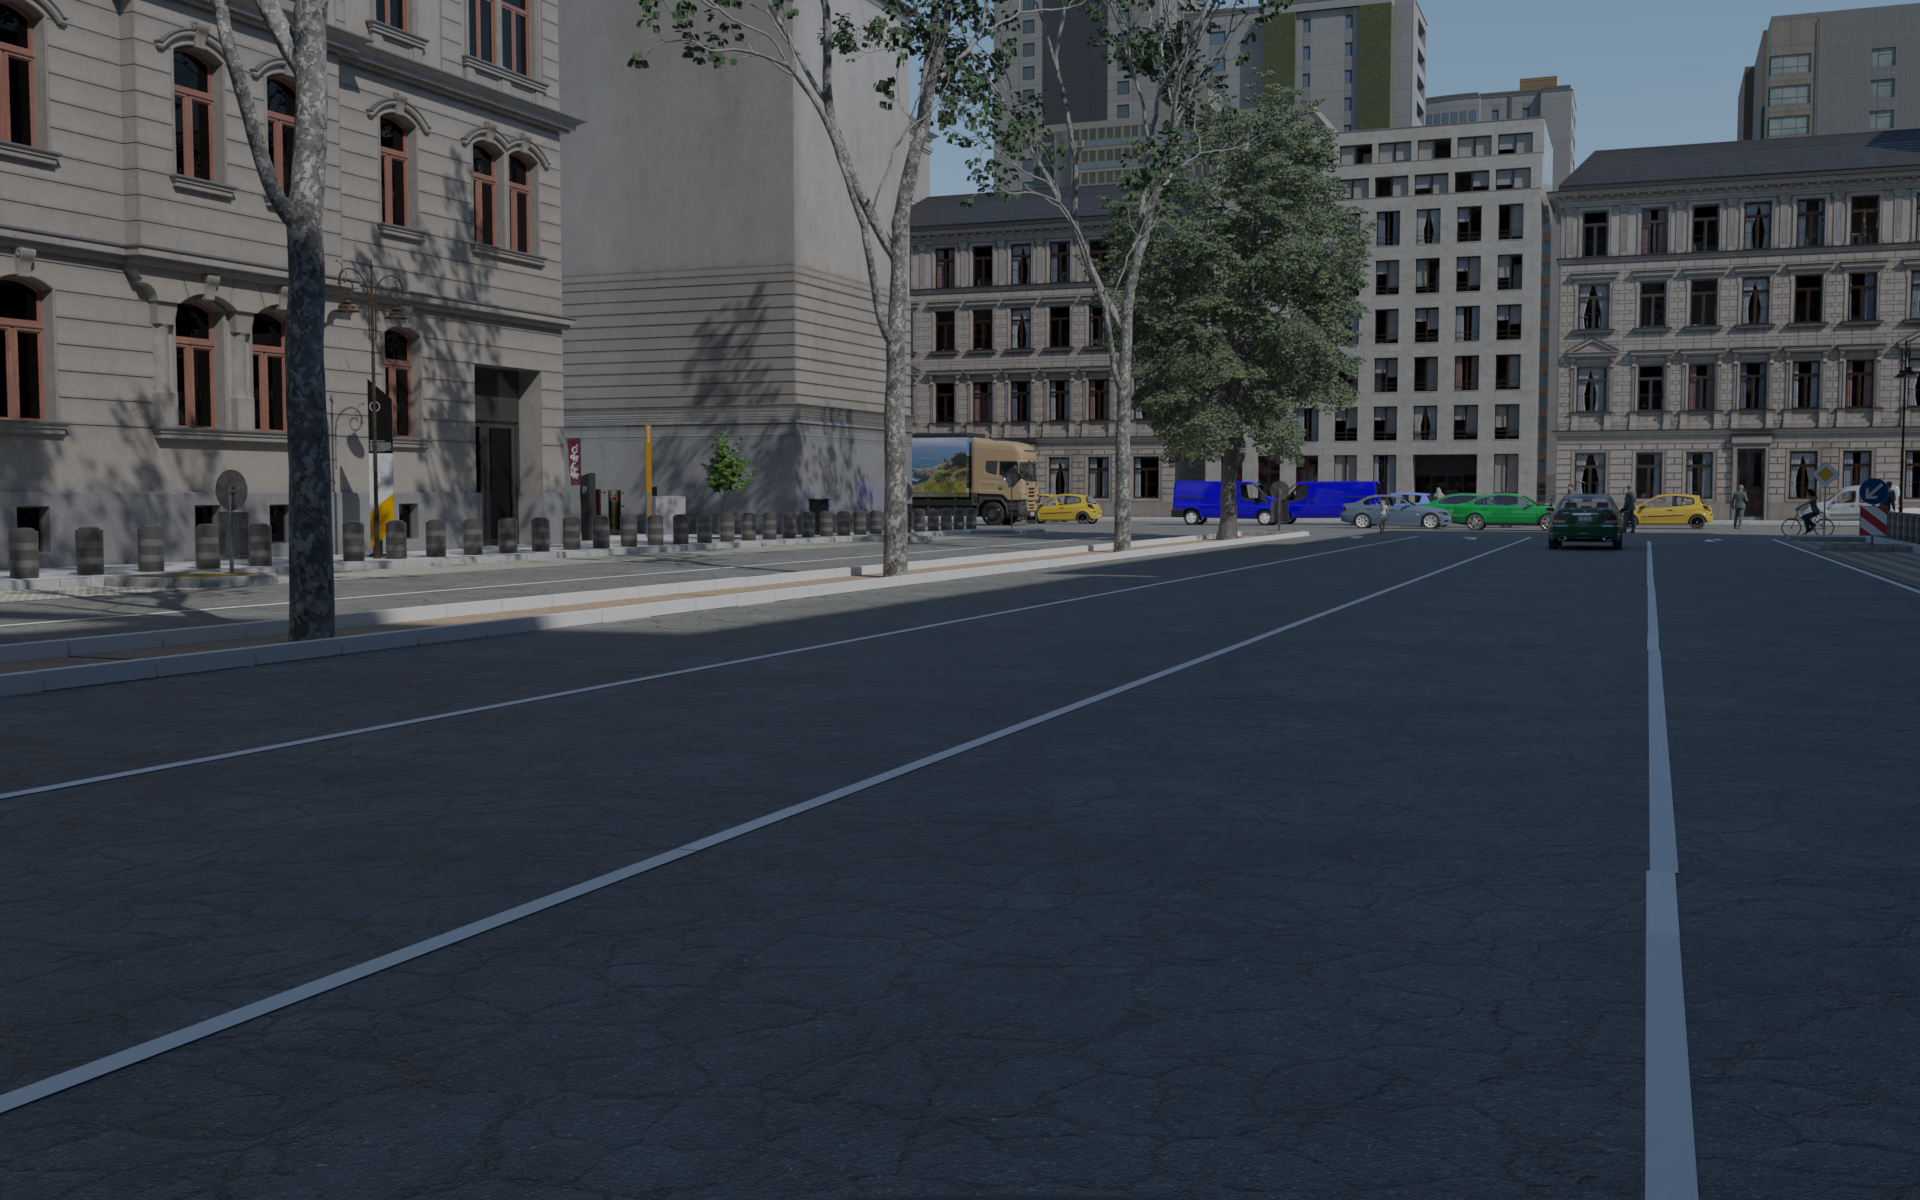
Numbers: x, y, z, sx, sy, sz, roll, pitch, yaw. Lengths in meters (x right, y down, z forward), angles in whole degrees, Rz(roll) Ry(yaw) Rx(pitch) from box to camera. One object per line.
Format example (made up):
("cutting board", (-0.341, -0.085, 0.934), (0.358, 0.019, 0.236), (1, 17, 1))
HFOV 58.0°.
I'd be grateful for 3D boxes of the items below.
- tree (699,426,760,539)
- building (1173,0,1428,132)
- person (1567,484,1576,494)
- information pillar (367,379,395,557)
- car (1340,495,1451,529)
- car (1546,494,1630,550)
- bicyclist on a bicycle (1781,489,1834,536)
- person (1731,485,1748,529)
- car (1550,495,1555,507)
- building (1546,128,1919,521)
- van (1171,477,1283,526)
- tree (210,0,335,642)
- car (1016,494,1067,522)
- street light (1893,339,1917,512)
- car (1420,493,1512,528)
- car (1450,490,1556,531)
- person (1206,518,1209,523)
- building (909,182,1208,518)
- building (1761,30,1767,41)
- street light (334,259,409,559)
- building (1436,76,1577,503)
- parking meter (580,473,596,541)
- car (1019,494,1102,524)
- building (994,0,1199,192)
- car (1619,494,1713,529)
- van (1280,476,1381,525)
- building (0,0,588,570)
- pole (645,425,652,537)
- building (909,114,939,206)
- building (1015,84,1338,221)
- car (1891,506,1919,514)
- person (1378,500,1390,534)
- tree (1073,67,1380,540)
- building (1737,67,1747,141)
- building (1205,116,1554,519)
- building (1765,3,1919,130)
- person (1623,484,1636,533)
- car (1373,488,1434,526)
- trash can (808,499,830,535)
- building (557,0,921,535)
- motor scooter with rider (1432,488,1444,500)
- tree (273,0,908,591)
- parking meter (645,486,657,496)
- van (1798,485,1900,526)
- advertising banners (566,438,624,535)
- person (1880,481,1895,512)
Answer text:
("tree", (-6.718, -3.348, 49.333), (1.663, 3.219, 1.824), (0, 3, 0))
("building", (39.926, -40.562, 205.185), (28.212, 58.520, 21.231), (1, 4, 22))
("person", (24.898, -3.821, 70.780), (0.447, 1.846, 0.655), (2, 4, 31))
("information pillar", (-11.807, -2.687, 35.291), (0.504, 3.616, 0.183), (-1, 4, -11))
("car", (18.213, -3.694, 72.396), (4.499, 1.417, 2.014), (1, 4, 21))
("car", (16.701, -2.101, 46.156), (2.131, 1.459, 4.920), (1, 4, 21))
("bicyclist on a bicycle", (28.234, -2.914, 57.664), (1.625, 1.676, 1.499), (1, 4, 20))
("person", (32.023, -3.817, 71.082), (0.661, 1.801, 0.590), (3, 5, 43))
("car", (66.950, -11.078, 193.488), (2.083, 1.381, 4.827), (1, 4, 23))
("building", (40.013, -13.647, 87.761), (19.286, 19.102, 10.561), (1, 4, 22))
("van", (12.496, -4.623, 79.971), (5.245, 2.365, 2.240), (1, 4, 20))
("tree", (-7.030, -9.718, 17.243), (12.611, 20.169, 13.585), (0, 3, 0))
("car", (3.823, -4.838, 89.317), (3.980, 1.641, 2.015), (1, 4, 23))
("street light", (28.275, -4.840, 51.924), (0.468, 5.910, 1.993), (1, 4, 22))
("car", (22.079, -4.016, 74.462), (4.718, 1.807, 1.959), (1, 4, 20))
("car", (21.731, -3.625, 68.060), (4.718, 1.807, 1.959), (1, 4, 22))
("person", (12.189, -4.680, 85.004), (0.794, 1.824, 0.713), (-1, 4, -21))
("building", (5.085, -14.502, 101.737), (19.286, 19.102, 10.561), (1, 4, 22))
("building", (81.917, -31.334, 162.428), (14.600, 45.320, 14.200), (1, 4, 22))
("street light", (-11.593, -3.761, 34.276), (0.468, 5.910, 1.993), (1, 4, 22))
("building", (73.752, -43.370, 251.099), (28.212, 58.520, 21.231), (1, 4, 22))
("parking meter", (-10.264, -2.573, 47.787), (0.399, 1.863, 0.255), (2, 4, 35))
("car", (4.807, -4.475, 83.386), (3.980, 1.641, 2.015), (1, 4, 21))
("building", (17.310, -47.445, 213.973), (20.611, 71.187, 20.563), (1, 4, 22))
("car", (29.036, -3.761, 71.721), (3.980, 1.641, 2.015), (2, 4, 23))
("van", (17.091, -4.710, 81.392), (5.245, 2.365, 2.240), (1, 4, 21))
("building", (-19.887, -15.186, 35.688), (14.401, 28.519, 23.554), (1, 4, 22))
("pole", (-9.216, -3.511, 51.254), (0.158, 3.312, 0.155), (0, 3, 0))
("building", (-13.190, -19.832, 110.160), (20.117, 28.700, 13.634), (1, 4, 22))
("building", (23.924, -29.162, 168.674), (32.217, 40.220, 23.993), (1, 4, 22))
("car", (38.274, -3.342, 67.002), (4.827, 1.381, 2.083), (1, 4, 21))
("person", (15.414, -3.017, 62.842), (0.382, 1.210, 0.505), (-3, 5, -44))
("tree", (8.281, -8.812, 53.187), (9.857, 13.997, 8.962), (0, 3, 0))
("building", (86.371, -32.159, 175.912), (14.600, 45.320, 14.200), (1, 4, 22))
("building", (22.882, -14.637, 94.062), (16.860, 20.320, 10.420), (1, 4, 22))
("building", (76.685, -28.492, 149.438), (14.154, 41.232, 14.086), (1, 4, 22))
("person", (24.674, -3.385, 64.020), (0.661, 1.801, 0.590), (-3, 4, -36))
("car", (19.631, -4.176, 77.868), (3.694, 1.707, 1.945), (1, 4, 20))
("trash can", (-4.407, -2.597, 54.109), (0.748, 1.137, 0.748), (0, 3, 0))
("building", (-11.701, -12.986, 61.476), (18.267, 20.994, 9.793), (1, 4, 22))
("motor scooter with rider", (22.761, -4.470, 82.054), (0.876, 1.779, 1.986), (1, 4, 22))
("tree", (-1.912, -10.498, 29.993), (12.611, 20.169, 13.585), (0, 3, 0))
("parking meter", (-9.907, -2.887, 55.607), (0.372, 1.533, 0.369), (0, 3, 0))
("van", (39.580, -4.282, 77.028), (4.112, 2.044, 2.013), (1, 4, 23))
("advertising banners", (-11.377, -3.534, 53.966), (2.074, 3.025, 0.090), (2, 4, 23))
("person", (30.237, -2.952, 56.539), (0.755, 1.850, 0.659), (-2, 4, -26))
